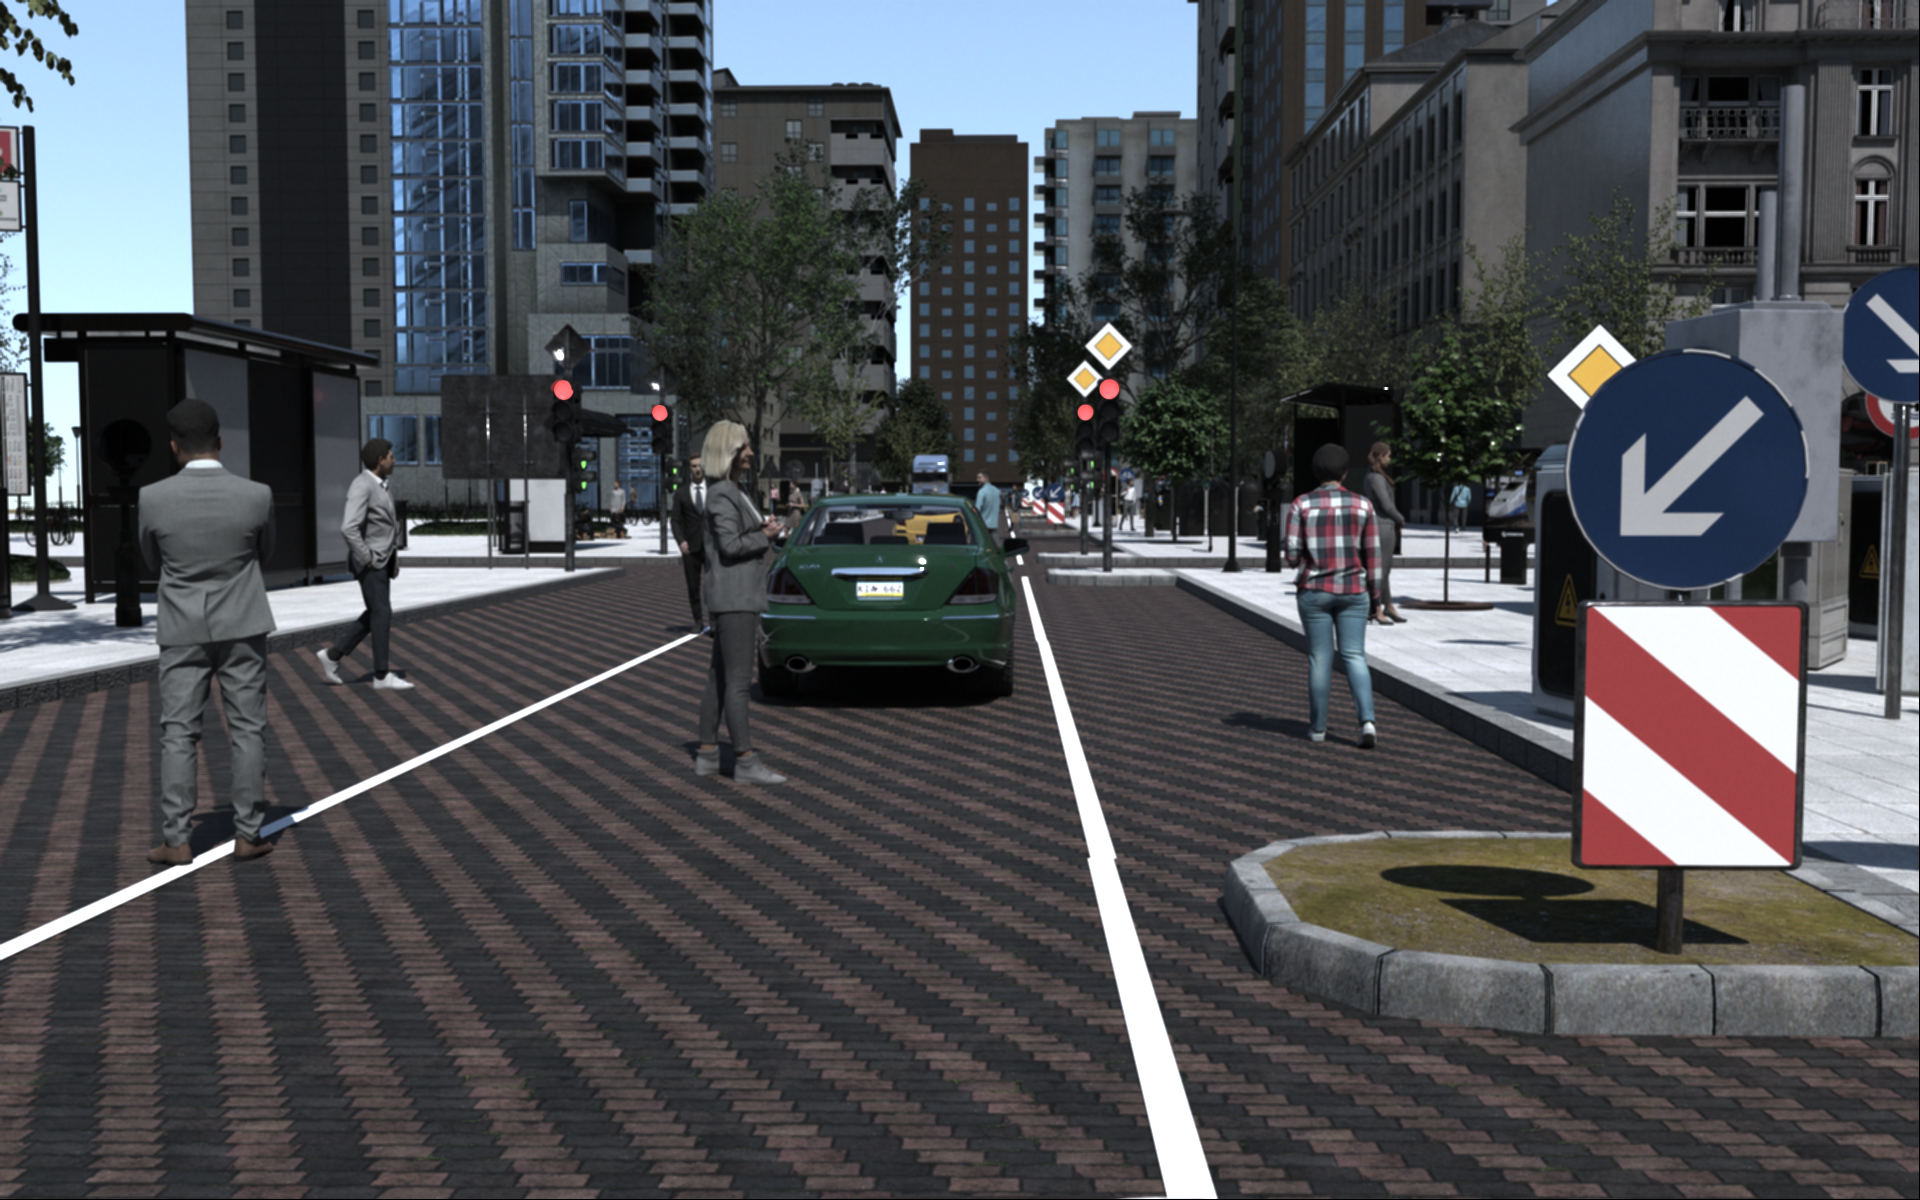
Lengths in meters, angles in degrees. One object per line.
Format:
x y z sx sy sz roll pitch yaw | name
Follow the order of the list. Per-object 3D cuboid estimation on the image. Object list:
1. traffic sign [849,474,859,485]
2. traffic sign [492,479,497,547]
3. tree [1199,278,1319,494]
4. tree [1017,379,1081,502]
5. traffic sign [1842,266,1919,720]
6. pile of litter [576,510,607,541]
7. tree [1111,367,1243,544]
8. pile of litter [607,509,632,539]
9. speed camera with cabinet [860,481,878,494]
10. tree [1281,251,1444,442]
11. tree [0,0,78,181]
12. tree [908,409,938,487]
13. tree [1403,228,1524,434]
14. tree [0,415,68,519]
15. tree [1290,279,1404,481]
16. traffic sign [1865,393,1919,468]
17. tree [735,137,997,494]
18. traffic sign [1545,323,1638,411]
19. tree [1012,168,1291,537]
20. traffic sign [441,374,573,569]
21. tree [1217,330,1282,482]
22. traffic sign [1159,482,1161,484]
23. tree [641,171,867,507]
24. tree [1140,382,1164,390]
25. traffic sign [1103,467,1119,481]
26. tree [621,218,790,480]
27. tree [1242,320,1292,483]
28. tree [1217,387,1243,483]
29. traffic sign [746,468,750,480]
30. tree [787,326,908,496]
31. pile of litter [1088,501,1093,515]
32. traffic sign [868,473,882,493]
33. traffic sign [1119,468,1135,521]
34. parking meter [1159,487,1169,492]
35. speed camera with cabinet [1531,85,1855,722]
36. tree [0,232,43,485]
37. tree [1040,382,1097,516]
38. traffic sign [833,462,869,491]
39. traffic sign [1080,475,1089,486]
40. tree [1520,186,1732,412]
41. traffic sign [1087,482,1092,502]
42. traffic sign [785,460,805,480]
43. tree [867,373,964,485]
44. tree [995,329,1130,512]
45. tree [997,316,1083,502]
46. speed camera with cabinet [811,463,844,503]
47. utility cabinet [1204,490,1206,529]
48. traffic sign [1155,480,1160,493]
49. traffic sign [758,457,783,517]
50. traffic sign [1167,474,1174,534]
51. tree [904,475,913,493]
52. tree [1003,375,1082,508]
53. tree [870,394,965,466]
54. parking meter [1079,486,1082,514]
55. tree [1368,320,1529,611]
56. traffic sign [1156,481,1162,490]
-6.613 -6.546 107.140 0.768 2.556 0.104 0 4 8 | traffic sign
-11.244 -2.550 41.802 0.768 2.556 0.104 0 4 3 | traffic sign
15.569 -10.611 91.621 7.486 12.596 7.792 0 3 0 | tree
8.388 -13.675 149.347 9.928 11.665 9.643 0 3 0 | tree
5.322 -0.593 9.807 0.768 2.556 0.104 0 4 6 | traffic sign
-10.664 -2.084 48.041 1.176 0.858 1.719 0 4 4 | pile of litter
5.632 -3.743 44.909 4.285 4.588 4.351 0 3 0 | tree
-10.125 -2.210 50.093 1.176 0.858 1.719 -1 4 -19 | pile of litter
-5.810 -7.120 110.754 0.660 3.252 2.038 -1 4 -21 | speed camera with cabinet
12.664 -6.308 53.495 4.360 8.622 3.978 0 3 0 | tree
-7.653 -3.768 11.976 4.737 8.622 4.395 0 3 0 | tree
-4.239 -11.992 146.435 4.737 8.622 4.395 0 3 0 | tree
14.848 -5.986 48.230 4.737 8.622 4.395 0 3 0 | tree
-33.708 -4.775 61.786 4.285 4.588 4.351 0 3 0 | tree
14.036 -6.726 60.335 4.737 8.622 4.395 0 3 0 | tree
8.811 -0.982 16.162 0.768 2.556 0.104 1 4 8 | traffic sign
-7.354 -14.583 94.321 12.611 20.169 13.585 0 3 0 | tree
4.934 -0.834 13.377 0.795 2.593 0.064 0 4 6 | traffic sign
5.504 -7.116 50.752 8.767 10.594 7.601 1 4 15 | tree
-7.723 -2.182 29.542 2.265 3.308 0.079 0 4 3 | traffic sign
13.461 -7.630 75.105 4.360 8.622 3.978 0 3 0 | tree
9.696 -5.017 84.149 0.606 2.300 0.079 0 4 7 | traffic sign
-6.551 -7.947 55.692 9.928 11.665 9.643 0 3 0 | tree
13.093 -9.708 109.081 4.737 8.622 4.395 0 3 0 | tree
7.131 -5.018 82.142 0.768 2.556 0.104 0 4 2 | traffic sign
-7.037 -5.915 47.069 4.360 8.622 3.978 0 3 0 | tree
14.192 -7.187 67.872 4.737 8.622 4.395 0 3 0 | tree
16.360 -9.050 98.322 4.737 8.622 4.395 0 3 0 | tree
-10.074 -5.041 82.419 0.884 2.594 0.081 0 4 2 | traffic sign
-5.665 -7.712 76.447 4.737 8.622 4.395 0 3 0 | tree
8.264 -5.605 105.600 1.176 0.858 1.719 3 5 44 | pile of litter
-5.204 -6.466 105.730 0.884 2.594 0.081 0 4 6 | traffic sign
8.016 -5.078 83.123 0.768 2.556 0.104 0 4 2 | traffic sign
7.341 -3.297 62.318 0.372 1.533 0.369 0 3 0 | parking meter
3.766 -0.907 9.163 0.660 3.252 2.038 0 4 -8 | speed camera with cabinet
-25.993 -5.799 45.178 4.360 8.622 3.978 0 3 0 | tree
6.709 -9.321 102.759 4.737 8.622 4.395 0 3 0 | tree
-6.883 -7.064 109.373 2.265 3.308 0.079 0 4 7 | traffic sign
7.786 -6.671 109.182 0.768 2.556 0.104 1 4 8 | traffic sign
16.407 -5.626 42.353 4.737 8.622 4.395 0 3 0 | tree
8.351 -6.709 111.813 0.606 2.300 0.079 1 4 11 | traffic sign
-6.127 -3.916 64.133 0.768 2.556 0.104 0 4 7 | traffic sign
-4.298 -15.091 163.752 9.611 12.733 9.660 0 3 0 | tree
7.600 -13.273 127.384 12.009 13.543 11.850 0 3 0 | tree
10.837 -19.917 181.528 12.611 20.169 13.585 0 3 0 | tree
-8.406 -7.092 110.289 2.038 3.252 0.660 1 4 9 | speed camera with cabinet
8.758 -3.340 63.295 0.318 1.500 1.173 -3 5 -44 | utility cabinet
7.736 -4.131 67.655 0.768 2.556 0.104 0 4 2 | traffic sign
-6.600 -3.683 60.214 0.884 2.594 0.081 1 4 11 | traffic sign
6.773 -3.373 55.257 0.768 2.556 0.104 0 4 7 | traffic sign
-4.452 -9.567 151.026 1.663 3.219 1.824 0 3 0 | tree
7.865 -14.733 159.009 7.486 12.596 7.792 0 3 0 | tree
-4.481 -16.762 184.430 12.009 13.543 11.850 0 3 0 | tree
7.825 -6.408 110.482 0.399 1.863 0.255 -1 4 -20 | parking meter
5.344 -1.516 19.381 1.663 3.219 1.824 0 3 0 | tree
8.813 -4.724 77.340 0.768 2.556 0.104 1 4 10 | traffic sign
